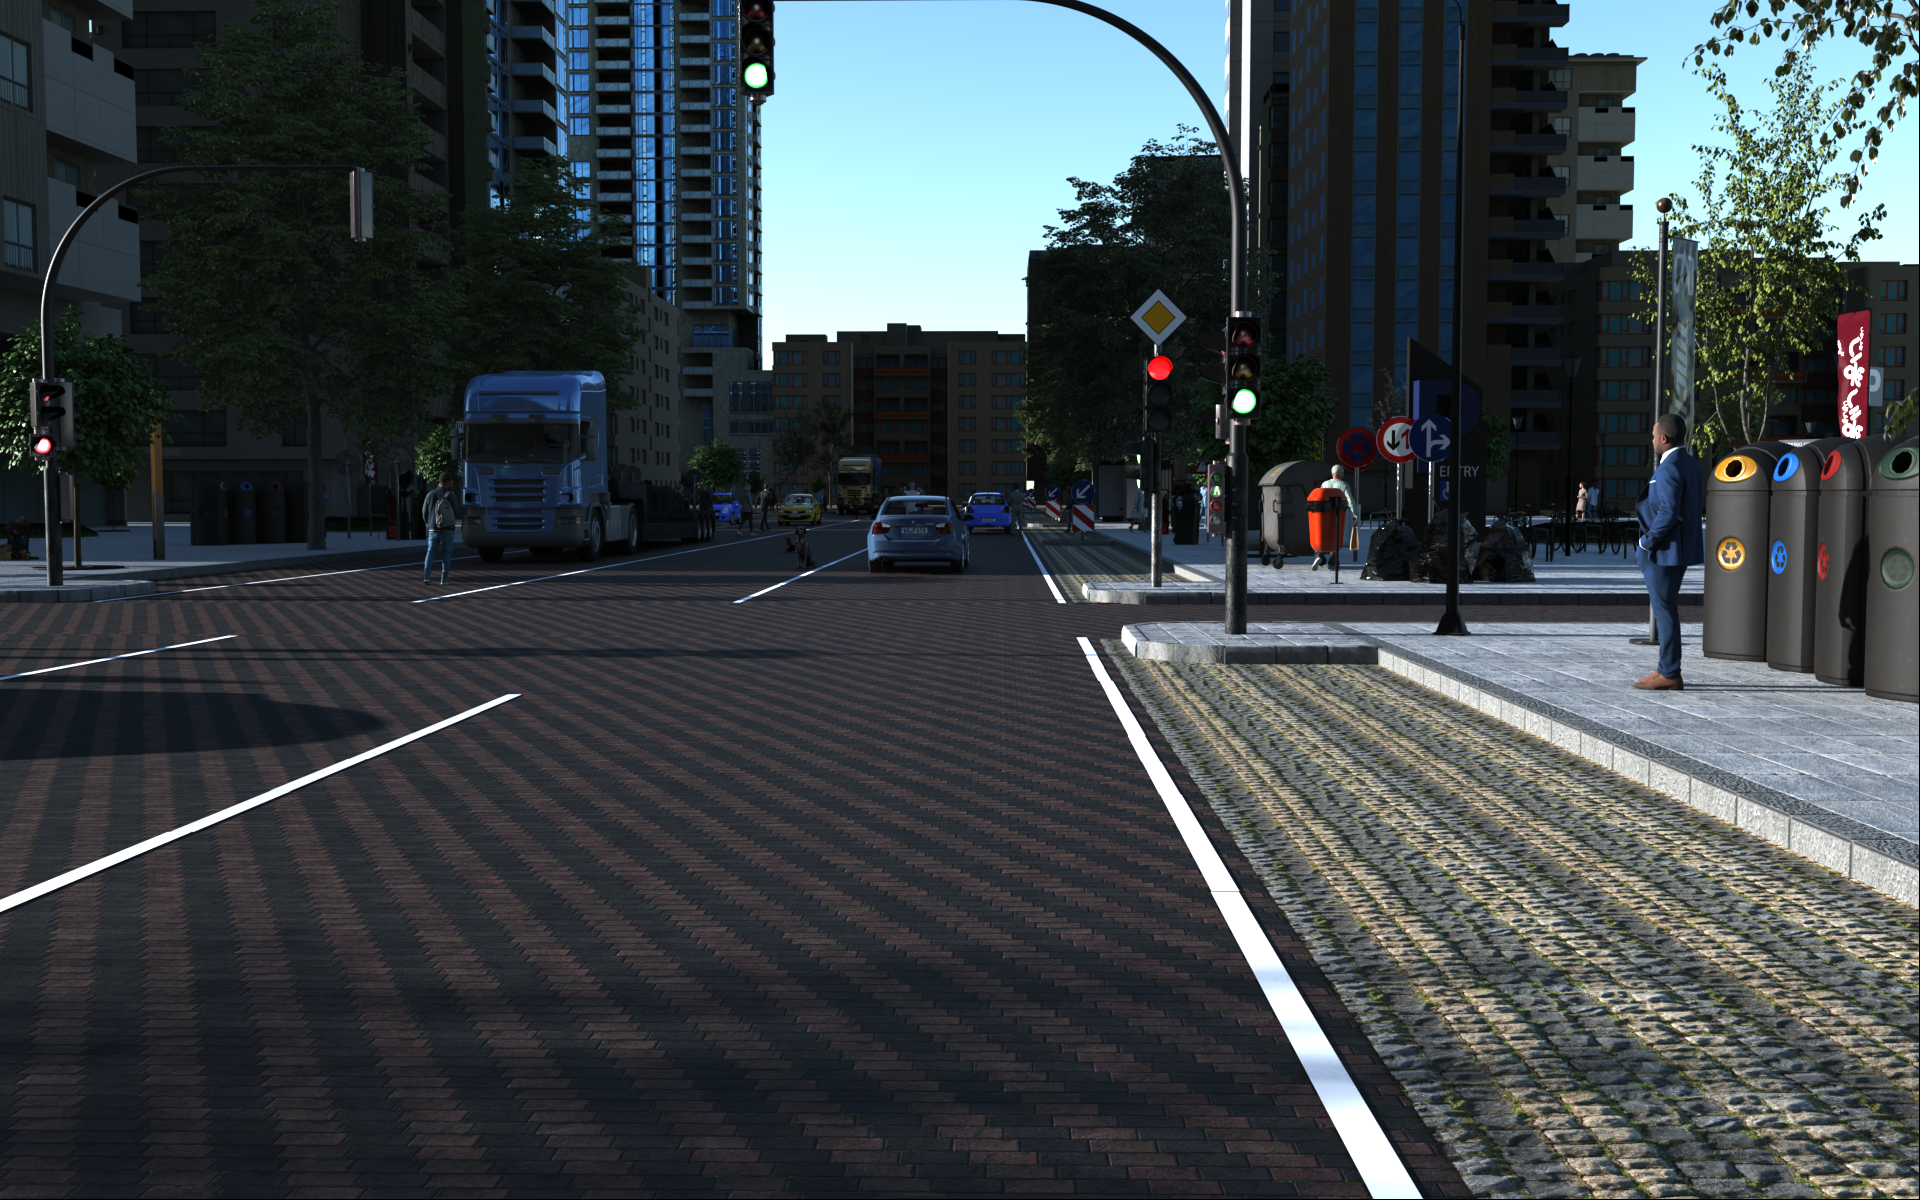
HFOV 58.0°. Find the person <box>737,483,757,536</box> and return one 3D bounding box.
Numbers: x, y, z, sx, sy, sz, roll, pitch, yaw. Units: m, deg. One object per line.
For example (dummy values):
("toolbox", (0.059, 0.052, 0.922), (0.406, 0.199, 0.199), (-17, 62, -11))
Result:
("person", (-7.405, -3.126, 59.788), (0.728, 1.800, 0.709), (-3, 4, -37))

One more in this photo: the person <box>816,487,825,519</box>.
("person", (-8.088, -5.559, 99.404), (0.620, 1.820, 0.660), (-3, 5, -41))

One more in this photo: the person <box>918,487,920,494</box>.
("person", (-2.131, -5.223, 93.905), (0.388, 1.821, 0.555), (-2, 4, -24))

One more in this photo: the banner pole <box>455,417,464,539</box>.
("banner pole", (-14.219, -3.644, 49.593), (0.401, 3.779, 0.863), (1, 4, 15))

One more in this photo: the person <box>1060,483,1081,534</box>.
("person", (3.979, -3.304, 62.504), (0.713, 1.824, 0.794), (2, 4, 32))

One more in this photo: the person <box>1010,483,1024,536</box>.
("person", (1.937, -3.088, 59.172), (0.511, 1.800, 0.466), (-1, 4, -16))

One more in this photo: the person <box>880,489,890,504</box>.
("person", (-4.560, -5.937, 106.119), (0.434, 1.755, 0.990), (3, 5, 44))

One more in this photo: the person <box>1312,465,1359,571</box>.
("person", (6.286, -1.361, 28.775), (0.782, 1.767, 0.515), (2, 4, 33))

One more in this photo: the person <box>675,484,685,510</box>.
("person", (-9.292, -2.948, 57.119), (0.534, 1.772, 0.576), (-2, 4, -29))

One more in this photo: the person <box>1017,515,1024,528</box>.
("person", (2.491, -3.638, 72.655), (0.373, 1.253, 0.362), (3, 5, 41))

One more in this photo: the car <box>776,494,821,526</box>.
("car", (-7.383, -4.251, 79.723), (2.015, 1.641, 3.980), (0, 4, 1))

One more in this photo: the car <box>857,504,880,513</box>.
("car", (-7.209, -7.338, 132.338), (2.083, 1.381, 4.827), (0, 4, 3))

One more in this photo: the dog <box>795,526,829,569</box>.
("dog", (-2.888, -1.022, 33.550), (0.800, 0.831, 0.513), (-2, 4, -29))

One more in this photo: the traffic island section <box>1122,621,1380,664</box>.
("traffic island section", (2.549, 0.388, 15.940), (2.009, 0.180, 2.903), (0, 4, 1))

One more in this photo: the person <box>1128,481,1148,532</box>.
("person", (5.972, -3.154, 57.969), (0.624, 1.780, 0.694), (2, 4, 30))

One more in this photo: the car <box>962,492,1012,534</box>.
("car", (1.033, -3.293, 63.439), (1.945, 1.707, 3.694), (0, 4, 1))

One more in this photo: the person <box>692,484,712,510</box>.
("person", (-9.970, -3.516, 66.205), (0.699, 1.804, 1.509), (-2, 4, -35))

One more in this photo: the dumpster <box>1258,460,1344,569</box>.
("dumpster", (5.944, -1.491, 30.130), (1.264, 1.857, 1.865), (0, 4, 1))

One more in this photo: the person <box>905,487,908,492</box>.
("person", (-2.951, -5.262, 94.641), (0.767, 1.812, 0.694), (3, 4, 39))

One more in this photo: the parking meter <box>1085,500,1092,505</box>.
("parking meter", (6.566, -4.895, 88.438), (0.372, 1.533, 0.369), (0, 3, 0))

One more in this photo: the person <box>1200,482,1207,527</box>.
("person", (9.478, -3.725, 67.219), (0.793, 1.790, 0.793), (0, 4, 4))

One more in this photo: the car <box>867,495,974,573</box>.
("car", (-0.747, -1.276, 32.863), (2.014, 1.417, 4.499), (0, 4, 2))

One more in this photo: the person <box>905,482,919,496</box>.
("person", (-1.614, -3.119, 59.380), (0.514, 1.842, 0.818), (-2, 4, -33))

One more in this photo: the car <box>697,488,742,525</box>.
("car", (-11.307, -4.380, 81.210), (1.945, 1.707, 3.694), (0, 4, 2))

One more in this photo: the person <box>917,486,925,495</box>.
("person", (-1.741, -4.118, 76.007), (0.473, 1.802, 0.592), (1, 4, 11))

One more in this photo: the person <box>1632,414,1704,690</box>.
("person", (4.656, -0.315, 11.371), (0.419, 1.800, 0.721), (2, 4, 29))

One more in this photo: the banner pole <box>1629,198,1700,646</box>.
("banner pole", (6.123, -1.521, 14.890), (0.863, 3.779, 0.401), (-3, 5, -42))

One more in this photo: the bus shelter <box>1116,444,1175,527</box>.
("bus shelter", (7.633, -4.655, 70.040), (2.014, 3.302, 5.546), (0, 4, 1))

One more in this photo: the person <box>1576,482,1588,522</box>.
("person", (25.781, -4.010, 71.954), (0.374, 1.781, 0.599), (-1, 4, -22))

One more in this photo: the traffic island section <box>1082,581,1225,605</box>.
("traffic island section", (2.733, -0.100, 23.923), (2.009, 0.180, 2.903), (0, 4, 1))

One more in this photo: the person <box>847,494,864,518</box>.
("person", (-6.153, -5.496, 101.618), (1.065, 1.426, 0.557), (-1, 4, -18))

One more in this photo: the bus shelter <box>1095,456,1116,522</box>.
("bus shelter", (7.052, -5.108, 77.445), (2.014, 3.302, 5.546), (0, 4, 1))

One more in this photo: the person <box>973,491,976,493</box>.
("person", (0.881, -5.861, 105.790), (0.415, 1.643, 0.593), (-1, 4, -17))

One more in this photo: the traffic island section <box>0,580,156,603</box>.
("traffic island section", (-12.704, -0.122, 24.283), (2.009, 0.180, 2.903), (0, 4, 1))

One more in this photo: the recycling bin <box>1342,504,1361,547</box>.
("recycling bin", (9.227, -1.805, 42.061), (0.722, 1.027, 0.722), (-2, 4, -26))

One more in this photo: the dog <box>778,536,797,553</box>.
("dog", (-4.100, -1.363, 42.483), (0.550, 0.427, 0.748), (-2, 4, -27))

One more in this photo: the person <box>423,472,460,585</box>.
("person", (-8.205, -1.136, 27.420), (0.623, 1.781, 0.721), (0, 4, -6))

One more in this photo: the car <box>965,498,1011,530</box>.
("car", (1.125, -3.646, 68.400), (1.959, 1.807, 4.718), (0, 4, 2))

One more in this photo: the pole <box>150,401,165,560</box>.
("pole", (-15.652, -2.441, 33.754), (0.158, 3.312, 0.155), (0, 3, 0))

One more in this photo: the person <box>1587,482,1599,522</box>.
("person", (27.153, -4.161, 74.335), (0.793, 1.790, 0.793), (3, 4, 38))

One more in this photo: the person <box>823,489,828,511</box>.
("person", (-10.409, -7.635, 133.421), (0.705, 1.812, 1.348), (1, 4, 13))

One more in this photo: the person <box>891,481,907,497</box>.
("person", (-1.893, -2.840, 54.737), (0.655, 1.846, 0.447), (3, 5, 43))

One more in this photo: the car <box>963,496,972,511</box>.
("car", (1.229, -5.126, 96.172), (2.083, 1.381, 4.827), (0, 4, -1))

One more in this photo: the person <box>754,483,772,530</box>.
("person", (-7.664, -3.677, 68.393), (0.659, 1.850, 0.755), (3, 5, 42))

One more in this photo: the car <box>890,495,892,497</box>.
("car", (-5.507, -8.383, 149.636), (1.945, 1.354, 3.894), (0, 4, 1))
